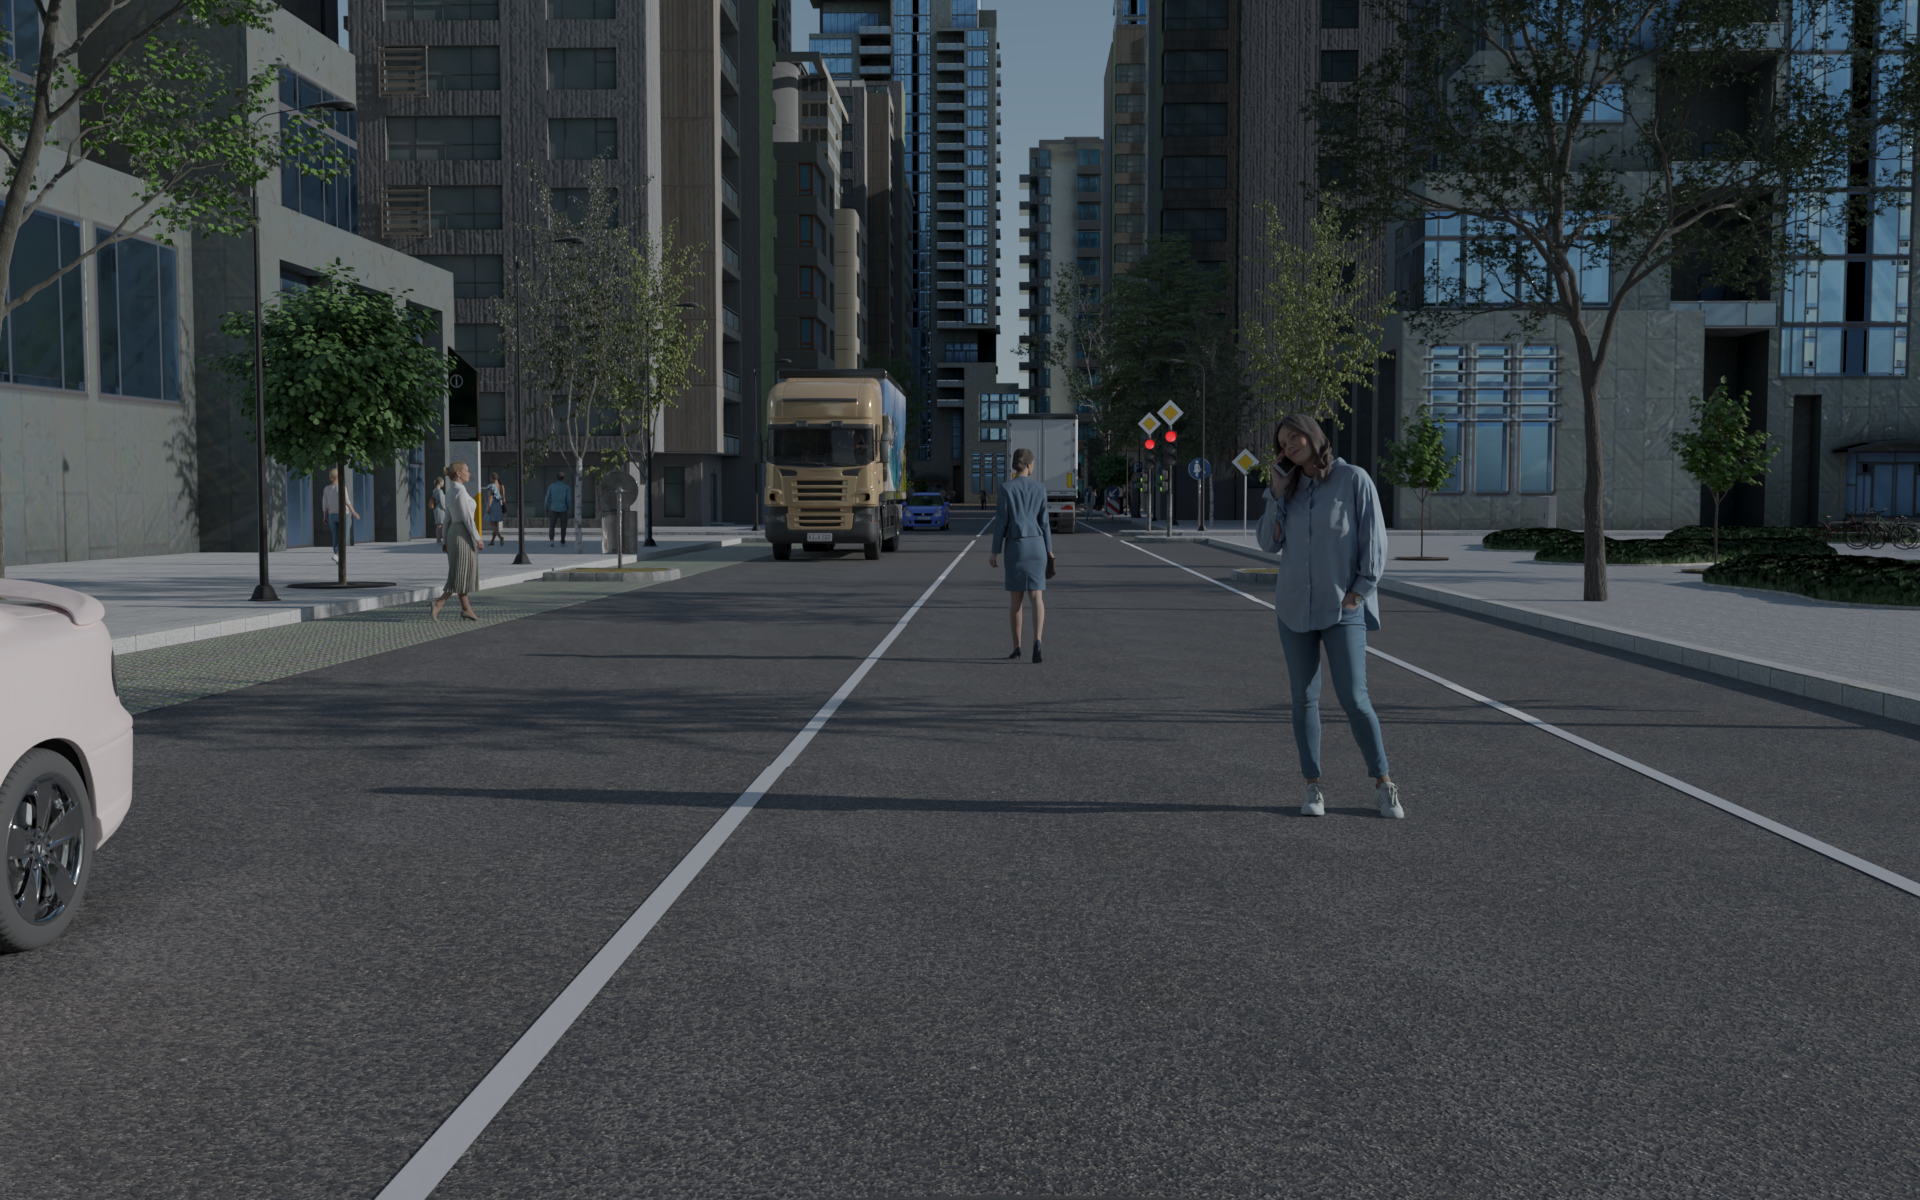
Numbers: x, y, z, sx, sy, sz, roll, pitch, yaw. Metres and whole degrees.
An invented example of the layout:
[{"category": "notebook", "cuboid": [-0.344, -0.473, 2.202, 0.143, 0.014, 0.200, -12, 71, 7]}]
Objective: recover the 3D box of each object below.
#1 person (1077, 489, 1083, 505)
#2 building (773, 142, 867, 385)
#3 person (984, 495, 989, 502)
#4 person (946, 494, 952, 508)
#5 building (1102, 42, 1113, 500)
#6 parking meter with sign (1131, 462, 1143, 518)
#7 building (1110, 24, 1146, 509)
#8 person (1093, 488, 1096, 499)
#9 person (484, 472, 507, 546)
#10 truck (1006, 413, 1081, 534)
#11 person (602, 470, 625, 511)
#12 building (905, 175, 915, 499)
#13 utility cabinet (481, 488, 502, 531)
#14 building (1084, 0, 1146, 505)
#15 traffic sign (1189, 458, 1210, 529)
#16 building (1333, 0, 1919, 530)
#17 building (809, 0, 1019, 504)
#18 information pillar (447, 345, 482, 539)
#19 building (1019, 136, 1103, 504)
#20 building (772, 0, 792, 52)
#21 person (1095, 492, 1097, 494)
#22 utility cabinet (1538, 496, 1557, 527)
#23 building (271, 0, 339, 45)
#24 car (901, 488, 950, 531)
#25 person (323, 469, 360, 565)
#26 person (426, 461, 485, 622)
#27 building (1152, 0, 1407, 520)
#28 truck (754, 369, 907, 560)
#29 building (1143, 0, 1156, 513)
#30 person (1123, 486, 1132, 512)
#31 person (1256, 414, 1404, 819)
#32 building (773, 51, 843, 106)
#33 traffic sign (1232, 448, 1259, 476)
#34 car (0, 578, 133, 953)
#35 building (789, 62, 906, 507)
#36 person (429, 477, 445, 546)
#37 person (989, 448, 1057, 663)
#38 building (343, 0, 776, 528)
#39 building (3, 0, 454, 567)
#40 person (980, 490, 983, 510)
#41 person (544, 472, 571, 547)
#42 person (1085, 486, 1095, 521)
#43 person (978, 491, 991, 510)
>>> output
[{"category": "person", "cuboid": [13.427, -11.662, 196.726, 1.348, 1.822, 0.705, 2, 4, 31]}, {"category": "building", "cuboid": [-20.372, -15.600, 100.106, 27.650, 21.520, 28.899, 0, 4, 2]}, {"category": "person", "cuboid": [2.543, -10.549, 181.807, 1.217, 1.723, 0.721, 0, 4, 7]}, {"category": "person", "cuboid": [-1.227, -10.334, 180.645, 0.799, 1.438, 0.628, -2, 4, -29]}, {"category": "building", "cuboid": [21.231, -31.755, 169.310, 14.600, 45.320, 14.200, 0, 4, 2]}, {"category": "parking meter with sign", "cuboid": [9.616, -6.016, 94.626, 0.543, 3.016, 1.738, 1, 4, 11]}, {"category": "building", "cuboid": [20.485, -28.817, 154.760, 14.154, 41.232, 14.086, 0, 4, 2]}, {"category": "person", "cuboid": [10.905, -8.114, 139.419, 0.721, 1.735, 1.217, 0, 4, -5]}, {"category": "person", "cuboid": [-11.403, -2.234, 42.657, 0.778, 1.811, 0.616, 3, 5, 44]}, {"category": "truck", "cuboid": [3.204, -4.694, 65.664, 2.839, 4.237, 11.283, 0, 4, 4]}, {"category": "person", "cuboid": [-7.603, -1.951, 38.131, 0.537, 1.800, 0.526, 0, 4, -7]}, {"category": "building", "cuboid": [-17.255, -30.637, 192.793, 23.993, 40.220, 32.217, 0, 4, 2]}, {"category": "utility cabinet", "cuboid": [-16.350, -3.108, 59.497, 1.173, 1.500, 0.318, 0, 4, 8]}, {"category": "building", "cuboid": [25.699, -53.721, 191.014, 22.319, 86.520, 31.000, 0, 4, 2]}, {"category": "traffic sign", "cuboid": [8.443, -3.731, 61.113, 0.768, 2.556, 0.104, 0, 4, 6]}, {"category": "building", "cuboid": [31.423, -46.282, 69.384, 31.000, 86.520, 22.319, 0, 4, 2]}, {"category": "building", "cuboid": [-7.653, -56.104, 229.964, 31.000, 86.520, 22.319, 0, 4, 2]}, {"category": "information pillar", "cuboid": [-7.841, -2.203, 27.375, 0.504, 3.616, 0.183, 0, 4, 5]}, {"category": "building", "cuboid": [23.099, -37.417, 231.373, 30.456, 49.044, 23.786, 0, 4, 2]}, {"category": "building", "cuboid": [-33.722, -48.433, 230.137, 20.611, 71.187, 20.563, 0, 4, 2]}, {"category": "person", "cuboid": [12.226, -9.154, 158.943, 0.697, 1.427, 0.421, 3, 4, 36]}, {"category": "utility cabinet", "cuboid": [19.862, -2.903, 58.633, 0.306, 1.237, 1.020, 0, 4, 0]}, {"category": "building", "cuboid": [-33.035, -18.006, 66.106, 14.107, 30.474, 14.160, 0, 4, 2]}, {"category": "car", "cuboid": [-1.335, -3.612, 68.644, 1.945, 1.707, 3.694, 0, 4, 3]}, {"category": "person", "cuboid": [-11.149, -1.492, 31.115, 0.731, 1.740, 0.598, 0, 4, 1]}, {"category": "person", "cuboid": [-5.627, -0.646, 19.292, 0.641, 1.798, 0.478, -1, 4, -23]}, {"category": "building", "cuboid": [17.039, -19.500, 90.534, 14.160, 30.474, 14.107, 0, 4, 2]}, {"category": "truck", "cuboid": [-2.812, -3.190, 41.076, 2.839, 4.237, 11.283, 0, 4, 1]}, {"category": "building", "cuboid": [23.269, -35.266, 118.601, 21.231, 58.520, 28.212, 0, 4, 2]}, {"category": "person", "cuboid": [11.941, -7.163, 123.127, 0.822, 1.834, 0.622, 2, 4, 24]}, {"category": "person", "cuboid": [1.669, 0.061, 7.770, 0.793, 1.790, 0.793, 0, 4, 5]}, {"category": "building", "cuboid": [-22.883, -27.863, 147.437, 32.217, 40.220, 23.993, 0, 4, 2]}, {"category": "traffic sign", "cuboid": [8.187, -3.049, 49.579, 0.795, 2.593, 0.064, 0, 4, 7]}, {"category": "car", "cuboid": [-3.800, 0.503, 4.135, 2.083, 1.381, 4.827, 0, 3, 0]}, {"category": "building", "cuboid": [-12.684, -29.548, 166.700, 14.154, 41.232, 14.086, 0, 4, 2]}, {"category": "person", "cuboid": [-12.783, -2.170, 42.525, 0.522, 1.701, 0.512, -3, 5, -41]}, {"category": "person", "cuboid": [0.539, -0.385, 14.814, 0.581, 1.822, 0.654, 0, 4, -1]}, {"category": "building", "cuboid": [-15.369, -23.627, 69.894, 14.154, 41.232, 14.086, 0, 4, 2]}, {"category": "building", "cuboid": [-30.599, -44.338, 37.594, 31.000, 86.520, 22.319, 0, 4, 2]}, {"category": "person", "cuboid": [2.019, -9.265, 159.991, 0.705, 1.823, 1.348, 0, 4, -6]}, {"category": "person", "cuboid": [-9.819, -2.214, 42.264, 0.660, 1.820, 0.620, 0, 4, -5]}, {"category": "person", "cuboid": [6.651, -4.912, 88.695, 0.514, 1.842, 0.818, 0, 4, -3]}, {"category": "person", "cuboid": [2.192, -8.945, 155.477, 1.217, 1.735, 0.721, 0, 4, 1]}]
